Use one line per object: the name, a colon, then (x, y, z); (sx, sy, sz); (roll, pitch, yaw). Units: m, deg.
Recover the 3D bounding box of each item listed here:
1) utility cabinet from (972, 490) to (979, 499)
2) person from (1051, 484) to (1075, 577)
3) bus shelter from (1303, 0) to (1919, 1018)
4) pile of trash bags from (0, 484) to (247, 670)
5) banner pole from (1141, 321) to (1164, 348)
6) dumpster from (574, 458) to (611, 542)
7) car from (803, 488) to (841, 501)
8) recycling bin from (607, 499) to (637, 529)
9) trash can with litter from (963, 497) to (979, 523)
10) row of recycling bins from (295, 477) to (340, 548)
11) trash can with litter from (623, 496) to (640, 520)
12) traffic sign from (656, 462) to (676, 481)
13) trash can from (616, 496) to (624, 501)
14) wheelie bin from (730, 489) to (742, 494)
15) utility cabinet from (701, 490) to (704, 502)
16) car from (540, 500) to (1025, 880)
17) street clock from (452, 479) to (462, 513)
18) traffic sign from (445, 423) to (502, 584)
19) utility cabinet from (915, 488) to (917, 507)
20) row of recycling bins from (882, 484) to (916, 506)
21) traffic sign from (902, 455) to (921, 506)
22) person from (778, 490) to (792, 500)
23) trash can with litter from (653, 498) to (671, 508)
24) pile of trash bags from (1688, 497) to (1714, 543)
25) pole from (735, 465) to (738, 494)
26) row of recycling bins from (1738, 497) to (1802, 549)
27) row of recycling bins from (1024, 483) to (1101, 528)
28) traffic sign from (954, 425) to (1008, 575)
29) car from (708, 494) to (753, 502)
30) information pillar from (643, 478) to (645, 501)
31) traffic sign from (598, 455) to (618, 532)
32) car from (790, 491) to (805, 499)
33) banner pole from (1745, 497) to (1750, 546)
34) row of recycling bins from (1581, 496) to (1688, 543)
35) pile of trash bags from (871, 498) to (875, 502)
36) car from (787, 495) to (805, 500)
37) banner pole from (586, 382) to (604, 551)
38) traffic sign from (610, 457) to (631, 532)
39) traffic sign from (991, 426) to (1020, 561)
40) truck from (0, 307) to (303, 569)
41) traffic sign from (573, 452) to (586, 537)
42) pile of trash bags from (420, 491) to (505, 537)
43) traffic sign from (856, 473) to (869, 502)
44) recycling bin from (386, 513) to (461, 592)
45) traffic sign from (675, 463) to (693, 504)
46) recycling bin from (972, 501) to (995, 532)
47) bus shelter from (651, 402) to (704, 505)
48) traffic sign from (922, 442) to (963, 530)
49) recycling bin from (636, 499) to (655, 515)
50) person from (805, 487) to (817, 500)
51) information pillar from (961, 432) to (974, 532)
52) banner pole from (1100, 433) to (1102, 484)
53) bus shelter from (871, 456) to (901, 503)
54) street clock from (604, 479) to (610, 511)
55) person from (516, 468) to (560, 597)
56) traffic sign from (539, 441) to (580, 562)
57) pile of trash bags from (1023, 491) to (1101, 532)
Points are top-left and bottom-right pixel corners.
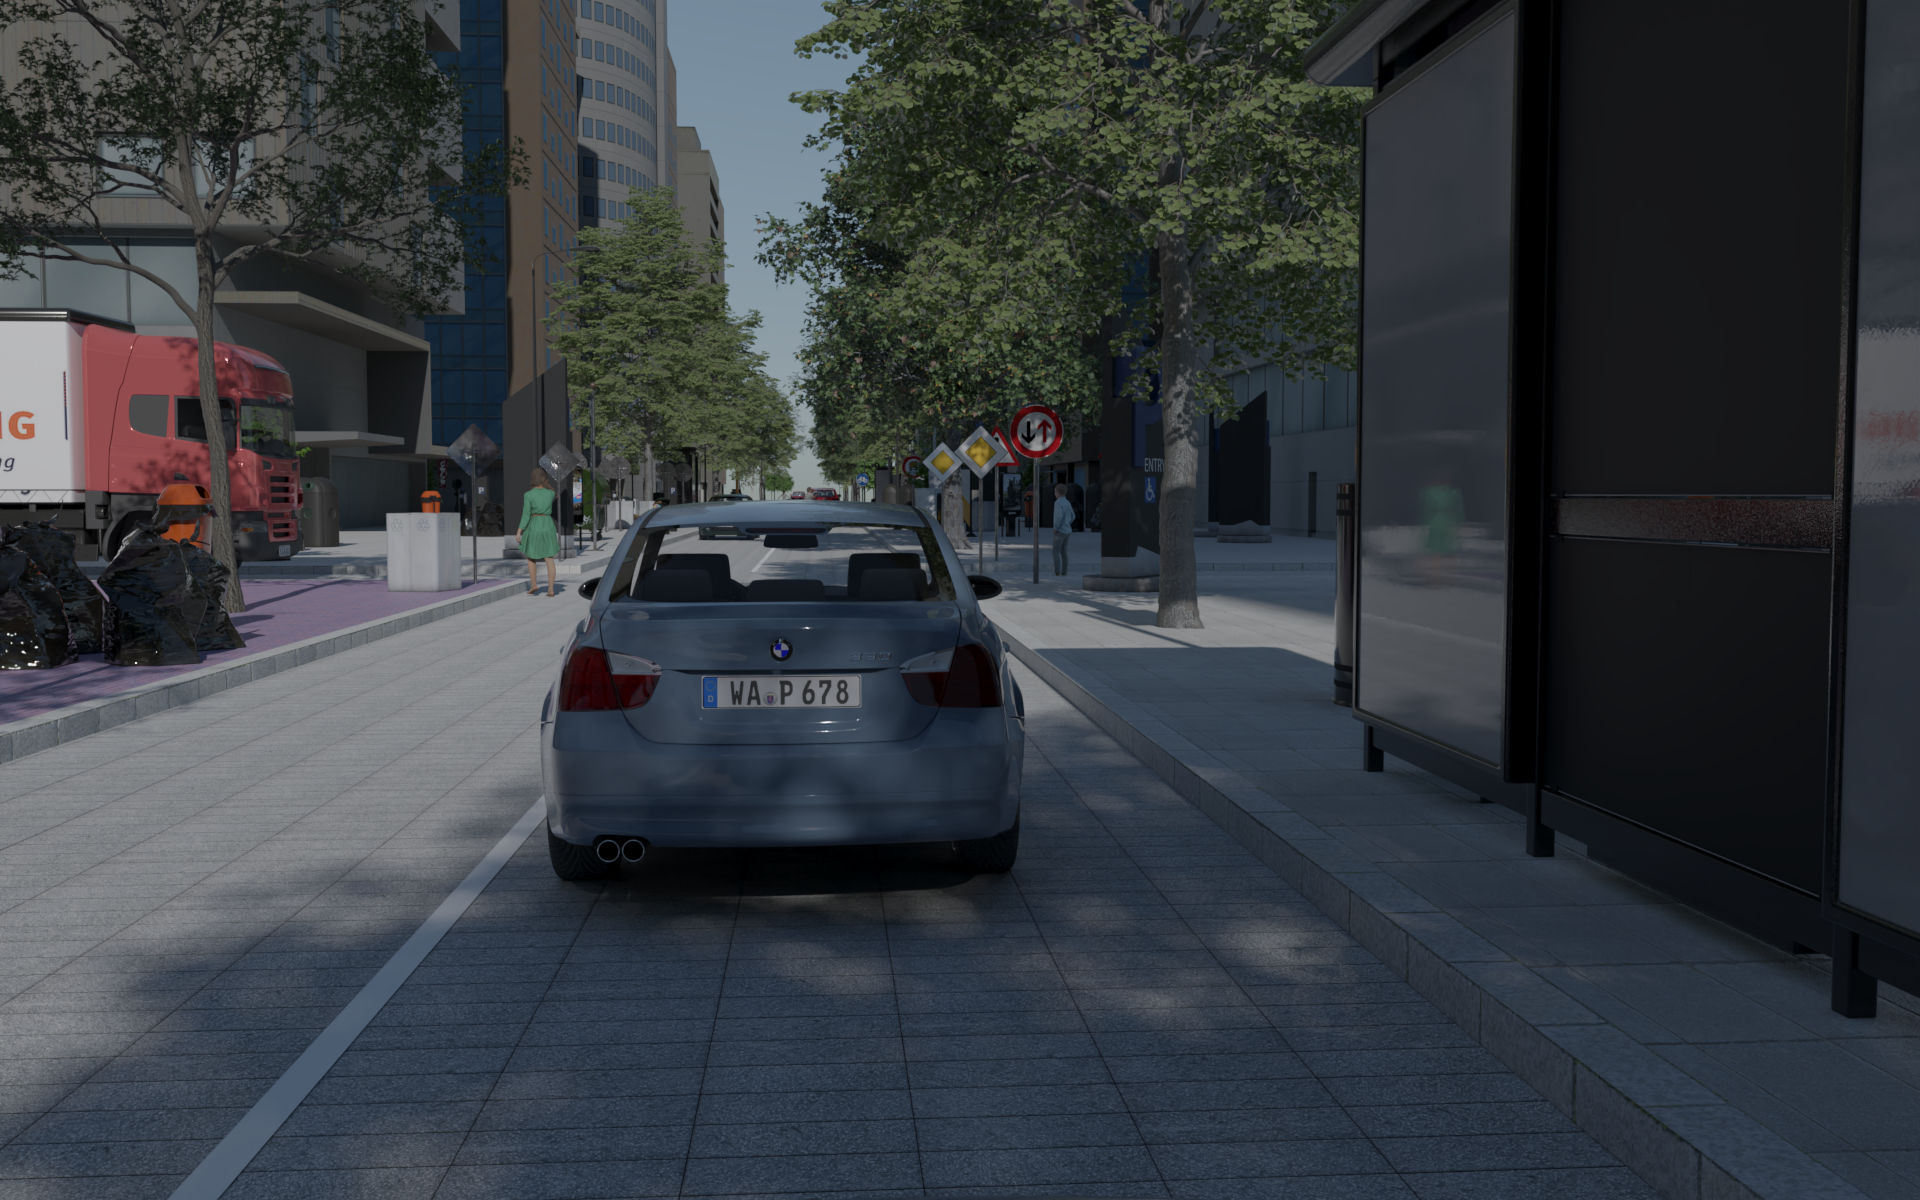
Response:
utility cabinet: (0.533, -5.391, 96.825); (1.173, 1.500, 0.318); (2, 4, 26)
person: (1.690, -1.138, 28.925); (0.330, 1.601, 0.589); (3, 5, 40)
bus shelter: (2.778, -1.766, 6.509); (2.179, 5.291, 8.768); (0, 4, -4)
pile of trash bags: (-6.844, -0.275, 14.249); (1.912, 1.369, 3.447); (0, 4, -7)
banner pole: (2.723, -2.124, 24.741); (0.863, 3.779, 0.401); (0, 4, -4)
dumpster: (-10.339, -2.721, 46.982); (1.502, 2.255, 1.985); (0, 4, -4)
car: (-8.203, -5.795, 103.419); (2.281, 1.827, 5.304); (0, 4, -7)
recycling bin: (-12.504, -3.132, 63.754); (0.722, 1.027, 0.722); (-3, 5, -41)
trash can with litter: (0.474, -4.032, 77.314); (1.055, 1.170, 0.624); (-2, 4, -33)
row of recycling bins: (-16.467, -2.179, 42.742); (3.534, 1.692, 1.069); (3, 5, 41)
trash can with litter: (-16.043, -4.500, 84.963); (1.055, 1.170, 0.624); (2, 4, 33)
traffic sign: (-11.761, -4.233, 69.322); (0.768, 2.556, 0.104); (0, 4, -1)
trash can: (-20.329, -5.654, 104.095); (0.748, 1.137, 0.748); (0, 3, 0)
wheelie bin: (-13.782, -6.044, 106.732); (0.980, 1.594, 0.693); (2, 4, 30)
utility cabinet: (-12.538, -4.575, 83.477); (0.318, 1.500, 1.173); (-2, 4, -28)
car: (-0.758, 0.259, 7.775); (2.014, 1.417, 4.499); (0, 4, -5)
street clock: (-23.988, -4.773, 82.606); (0.358, 2.002, 0.471); (2, 4, 25)
traffic sign: (-6.923, -1.288, 24.695); (0.795, 2.450, 0.064); (0, 4, -5)
utility cabinet: (-1.244, -3.776, 70.423); (0.318, 1.500, 1.173); (3, 5, 44)
row of recycling bins: (-1.575, -3.718, 67.906); (3.534, 1.692, 1.069); (2, 4, 33)
traffic sign: (-1.539, -3.497, 57.284); (0.768, 2.556, 0.104); (0, 4, -4)
person: (-13.687, -7.697, 135.126); (1.217, 1.735, 0.721); (1, 4, 15)
trash can with litter: (-9.554, -2.666, 54.971); (0.624, 1.170, 1.055); (-2, 4, -24)
pile of trash bags: (15.790, -1.881, 40.512); (3.447, 1.369, 1.912); (2, 4, 29)
pole: (-12.853, -6.481, 99.812); (0.158, 3.312, 0.155); (0, 3, 0)
row of recycling bins: (20.175, -2.055, 40.714); (3.534, 1.692, 1.069); (0, 3, 0)
row of recycling bins: (3.967, -3.581, 65.657); (3.534, 1.692, 1.069); (2, 4, 35)
traffic sign: (0.300, -1.321, 25.246); (0.795, 2.450, 0.064); (0, 4, -5)
car: (-7.308, -2.769, 55.065); (2.009, 1.686, 4.222); (0, 4, -3)
information pillar: (-14.126, -4.504, 78.140); (0.304, 2.012, 0.304); (0, 4, 1)
traffic sign: (-11.913, -3.559, 58.186); (0.884, 2.594, 0.081); (0, 4, 3)
car: (-20.810, -13.153, 223.717); (2.281, 1.827, 5.304); (0, 4, -6)
banner pole: (15.960, -2.764, 35.208); (0.401, 3.779, 0.863); (0, 4, 5)
row of recycling bins: (6.504, -0.786, 19.962); (3.534, 1.692, 1.069); (0, 4, 2)
pile of trash bags: (-4.015, -5.947, 106.992); (1.912, 1.369, 3.447); (1, 4, 19)
car: (-16.370, -9.848, 173.594); (1.945, 1.354, 3.894); (0, 4, -4)
banner pole: (-8.211, -2.977, 38.694); (0.401, 3.779, 0.863); (0, 4, -4)
traffic sign: (-11.634, -3.616, 59.227); (0.768, 2.556, 0.104); (0, 4, 4)
traffic sign: (0.699, -2.019, 33.012); (0.884, 2.594, 0.081); (0, 4, 3)
truck: (-15.689, -2.340, 27.167); (11.283, 4.237, 2.839); (0, 4, -3)
traffic sign: (-11.625, -3.190, 52.269); (0.768, 2.556, 0.104); (0, 4, -4)
pile of trash bags: (-14.542, -2.599, 52.249); (3.447, 1.369, 1.912); (-2, 4, -35)
traffic sign: (-6.018, -6.530, 106.866); (0.768, 2.556, 0.104); (0, 4, 2)
recycling bin: (-7.105, -0.637, 22.969); (0.722, 1.027, 0.722); (1, 4, 11)
traffic sign: (-11.408, -4.362, 71.424); (0.768, 2.556, 0.104); (0, 4, -1)
recycling bin: (0.789, -2.873, 59.520); (0.722, 1.027, 0.722); (2, 4, 30)
bus shelter: (-12.822, -6.131, 77.882); (2.179, 5.291, 8.768); (0, 4, -5)
traffic sign: (-0.333, -1.808, 33.206); (0.795, 2.450, 0.064); (0, 4, -5)
recycling bin: (-10.895, -2.994, 61.513); (0.722, 1.027, 0.722); (-3, 5, -43)
person: (-7.155, -4.589, 83.895); (0.716, 1.782, 0.532); (2, 4, 28)
information pillar: (0.229, -4.110, 58.555); (0.183, 3.616, 0.504); (-3, 4, -39)
banner pole: (5.902, -4.994, 71.676); (0.401, 3.779, 0.863); (1, 4, 22)
bus shelter: (-3.799, -6.141, 94.333); (2.014, 3.302, 5.546); (0, 4, -4)
street clock: (-16.990, -4.781, 82.733); (0.471, 2.002, 0.358); (-2, 4, -32)
person: (-5.877, -0.946, 24.217); (0.600, 1.795, 0.529); (-3, 5, -45)
traffic sign: (-7.556, -1.774, 32.655); (0.795, 2.450, 0.064); (0, 4, -5)
pile of trash bags: (3.756, -3.015, 59.041); (3.447, 1.369, 1.912); (2, 4, 25)
